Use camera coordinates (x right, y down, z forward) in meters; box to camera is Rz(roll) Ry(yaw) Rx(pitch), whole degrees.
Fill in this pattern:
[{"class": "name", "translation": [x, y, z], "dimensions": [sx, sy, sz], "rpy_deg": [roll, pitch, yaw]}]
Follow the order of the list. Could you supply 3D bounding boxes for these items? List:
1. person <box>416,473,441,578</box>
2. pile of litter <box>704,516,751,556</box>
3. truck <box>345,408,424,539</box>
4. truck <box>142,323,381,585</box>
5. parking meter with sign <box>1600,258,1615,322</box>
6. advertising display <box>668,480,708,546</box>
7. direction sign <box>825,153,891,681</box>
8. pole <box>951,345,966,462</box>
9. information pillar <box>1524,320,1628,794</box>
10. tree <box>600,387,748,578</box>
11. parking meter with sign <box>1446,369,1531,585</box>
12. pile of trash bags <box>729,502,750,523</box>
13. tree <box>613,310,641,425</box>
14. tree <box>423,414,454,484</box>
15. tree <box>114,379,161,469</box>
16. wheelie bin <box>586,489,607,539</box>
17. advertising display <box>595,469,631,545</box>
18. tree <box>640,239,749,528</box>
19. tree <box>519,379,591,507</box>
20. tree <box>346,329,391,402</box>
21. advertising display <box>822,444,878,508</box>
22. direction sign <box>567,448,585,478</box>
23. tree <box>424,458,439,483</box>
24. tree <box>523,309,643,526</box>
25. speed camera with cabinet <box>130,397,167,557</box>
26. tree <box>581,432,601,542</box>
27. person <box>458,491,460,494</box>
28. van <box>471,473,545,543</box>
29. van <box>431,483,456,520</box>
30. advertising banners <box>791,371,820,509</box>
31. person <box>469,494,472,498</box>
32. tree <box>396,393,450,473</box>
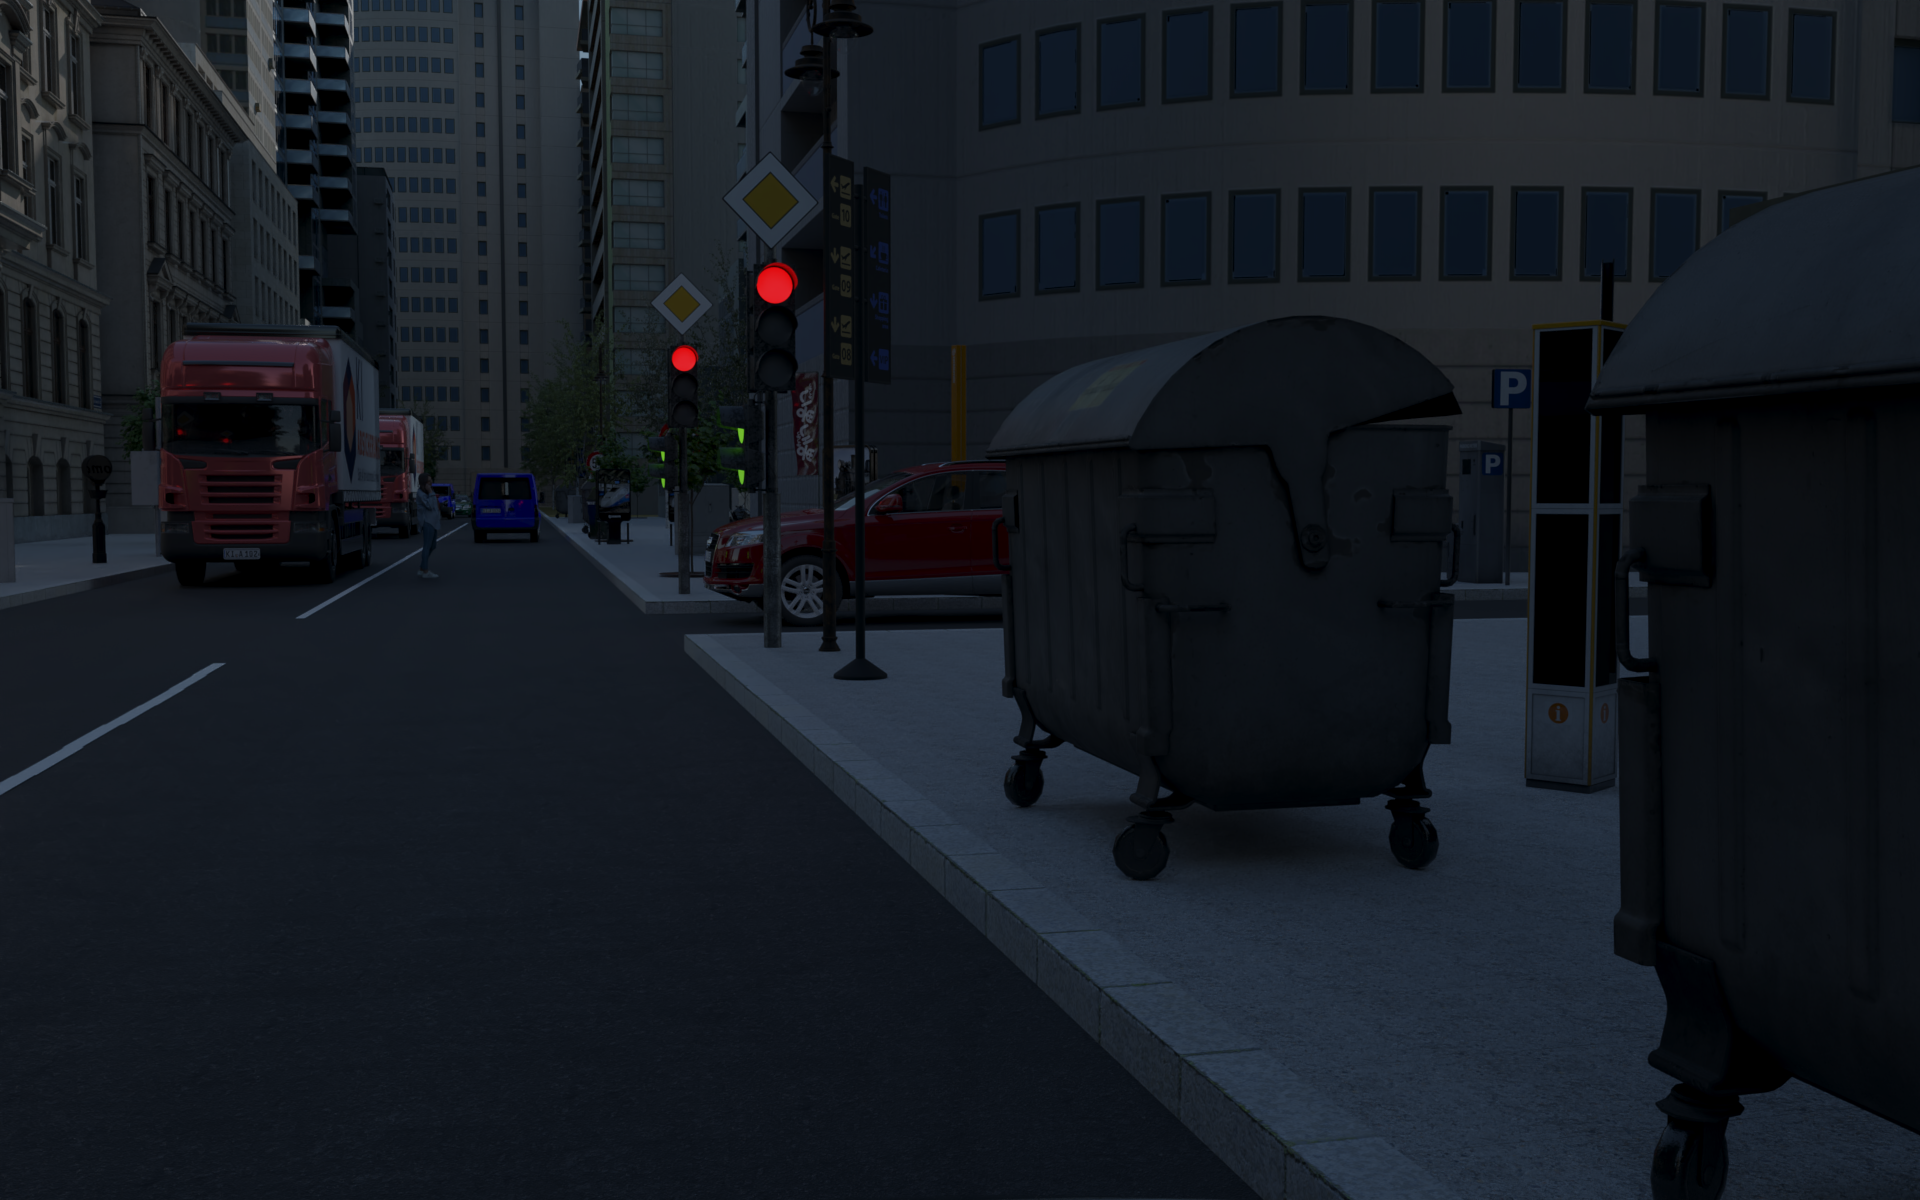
[{"class": "person", "translation": [-9.137, -1.278, 29.662], "dimensions": [0.793, 1.790, 0.793], "rpy_deg": [-3, 4, -36]}, {"class": "pile of litter", "translation": [-4.436, -1.216, 33.853], "dimensions": [1.176, 0.858, 1.719], "rpy_deg": [0, 4, 8]}, {"class": "truck", "translation": [-19.759, -4.278, 58.862], "dimensions": [2.839, 4.237, 11.283], "rpy_deg": [-1, 4, -15]}, {"class": "truck", "translation": [-12.051, -2.565, 30.854], "dimensions": [2.839, 4.237, 11.283], "rpy_deg": [-1, 4, -14]}, {"class": "parking meter with sign", "translation": [5.646, -1.013, 12.829], "dimensions": [1.738, 3.016, 0.543], "rpy_deg": [1, 4, 20]}, {"class": "advertising display", "translation": [-6.712, -2.295, 42.741], "dimensions": [0.974, 1.923, 0.123], "rpy_deg": [0, 4, 4]}, {"class": "direction sign", "translation": [-0.694, -1.222, 11.984], "dimensions": [0.379, 3.537, 0.876], "rpy_deg": [2, 4, 26]}, {"class": "pole", "translation": [-0.017, -1.834, 23.822], "dimensions": [0.158, 3.312, 0.155], "rpy_deg": [0, 3, 0]}, {"class": "information pillar", "translation": [2.679, -0.186, 7.539], "dimensions": [0.304, 2.012, 0.304], "rpy_deg": [3, 5, 42]}, {"class": "tree", "translation": [-4.309, -1.981, 26.985], "dimensions": [1.663, 3.219, 1.824], "rpy_deg": [0, 3, 0]}, {"class": "parking meter with sign", "translation": [7.564, -1.761, 25.046], "dimensions": [0.543, 3.016, 1.738], "rpy_deg": [-1, 4, -9]}, {"class": "pile of trash bags", "translation": [-7.274, -2.764, 54.943], "dimensions": [1.912, 1.369, 3.447], "rpy_deg": [2, 4, 33]}, {"class": "tree", "translation": [-10.829, -6.957, 64.113], "dimensions": [4.360, 8.622, 3.978], "rpy_deg": [0, 3, 0]}, {"class": "tree", "translation": [-48.497, -12.723, 158.386], "dimensions": [4.360, 8.622, 3.978], "rpy_deg": [0, 3, 0]}, {"class": "tree", "translation": [-20.148, -3.748, 44.997], "dimensions": [4.285, 4.588, 4.351], "rpy_deg": [0, 3, 0]}, {"class": "wheelie bin", "translation": [-10.205, -2.529, 49.262], "dimensions": [0.693, 1.594, 0.980], "rpy_deg": [-3, 4, -36]}, {"class": "advertising display", "translation": [-8.820, -2.377, 44.082], "dimensions": [0.974, 1.923, 0.123], "rpy_deg": [-3, 5, -43]}, {"class": "tree", "translation": [-6.028, -6.061, 49.464], "dimensions": [4.360, 8.622, 3.978], "rpy_deg": [0, 3, 0]}, {"class": "tree", "translation": [-39.641, -15.438, 170.540], "dimensions": [7.486, 12.596, 7.792], "rpy_deg": [0, 3, 0]}, {"class": "tree", "translation": [-27.504, -7.731, 76.771], "dimensions": [4.360, 8.622, 3.978], "rpy_deg": [0, 3, 0]}, {"class": "advertising display", "translation": [-1.445, -1.070, 22.713], "dimensions": [0.123, 1.923, 0.974], "rpy_deg": [-3, 5, -45]}, {"class": "direction sign", "translation": [-18.899, -5.711, 85.378], "dimensions": [0.876, 3.537, 0.379], "rpy_deg": [0, 4, 6]}, {"class": "tree", "translation": [-42.053, -9.202, 134.167], "dimensions": [4.285, 4.588, 4.351], "rpy_deg": [0, 3, 0]}, {"class": "tree", "translation": [-14.880, -7.299, 69.708], "dimensions": [4.737, 8.622, 4.395], "rpy_deg": [0, 3, 0]}, {"class": "speed camera with cabinet", "translation": [-16.587, -2.557, 36.145], "dimensions": [0.660, 3.252, 2.038], "rpy_deg": [0, 4, -2]}, {"class": "tree", "translation": [-9.397, -3.167, 46.374], "dimensions": [1.663, 3.219, 1.824], "rpy_deg": [0, 3, 0]}, {"class": "person", "translation": [-43.701, -8.656, 150.958], "dimensions": [0.756, 1.711, 0.436], "rpy_deg": [1, 4, 19]}, {"class": "van", "translation": [-13.807, -2.963, 52.826], "dimensions": [2.240, 2.365, 5.245], "rpy_deg": [-1, 4, -13]}, {"class": "van", "translation": [-29.801, -5.759, 98.550], "dimensions": [2.240, 2.365, 5.245], "rpy_deg": [-1, 4, -14]}, {"class": "advertising banners", "translation": [-1.569, -1.731, 24.489], "dimensions": [2.074, 3.025, 0.090], "rpy_deg": [2, 4, 30]}, {"class": "person", "translation": [-35.013, -7.117, 125.002], "dimensions": [1.348, 1.807, 0.705], "rpy_deg": [0, 4, -2]}, {"class": "tree", "translation": [-39.925, -10.820, 127.268], "dimensions": [4.737, 8.622, 4.395], "rpy_deg": [0, 3, 0]}]
